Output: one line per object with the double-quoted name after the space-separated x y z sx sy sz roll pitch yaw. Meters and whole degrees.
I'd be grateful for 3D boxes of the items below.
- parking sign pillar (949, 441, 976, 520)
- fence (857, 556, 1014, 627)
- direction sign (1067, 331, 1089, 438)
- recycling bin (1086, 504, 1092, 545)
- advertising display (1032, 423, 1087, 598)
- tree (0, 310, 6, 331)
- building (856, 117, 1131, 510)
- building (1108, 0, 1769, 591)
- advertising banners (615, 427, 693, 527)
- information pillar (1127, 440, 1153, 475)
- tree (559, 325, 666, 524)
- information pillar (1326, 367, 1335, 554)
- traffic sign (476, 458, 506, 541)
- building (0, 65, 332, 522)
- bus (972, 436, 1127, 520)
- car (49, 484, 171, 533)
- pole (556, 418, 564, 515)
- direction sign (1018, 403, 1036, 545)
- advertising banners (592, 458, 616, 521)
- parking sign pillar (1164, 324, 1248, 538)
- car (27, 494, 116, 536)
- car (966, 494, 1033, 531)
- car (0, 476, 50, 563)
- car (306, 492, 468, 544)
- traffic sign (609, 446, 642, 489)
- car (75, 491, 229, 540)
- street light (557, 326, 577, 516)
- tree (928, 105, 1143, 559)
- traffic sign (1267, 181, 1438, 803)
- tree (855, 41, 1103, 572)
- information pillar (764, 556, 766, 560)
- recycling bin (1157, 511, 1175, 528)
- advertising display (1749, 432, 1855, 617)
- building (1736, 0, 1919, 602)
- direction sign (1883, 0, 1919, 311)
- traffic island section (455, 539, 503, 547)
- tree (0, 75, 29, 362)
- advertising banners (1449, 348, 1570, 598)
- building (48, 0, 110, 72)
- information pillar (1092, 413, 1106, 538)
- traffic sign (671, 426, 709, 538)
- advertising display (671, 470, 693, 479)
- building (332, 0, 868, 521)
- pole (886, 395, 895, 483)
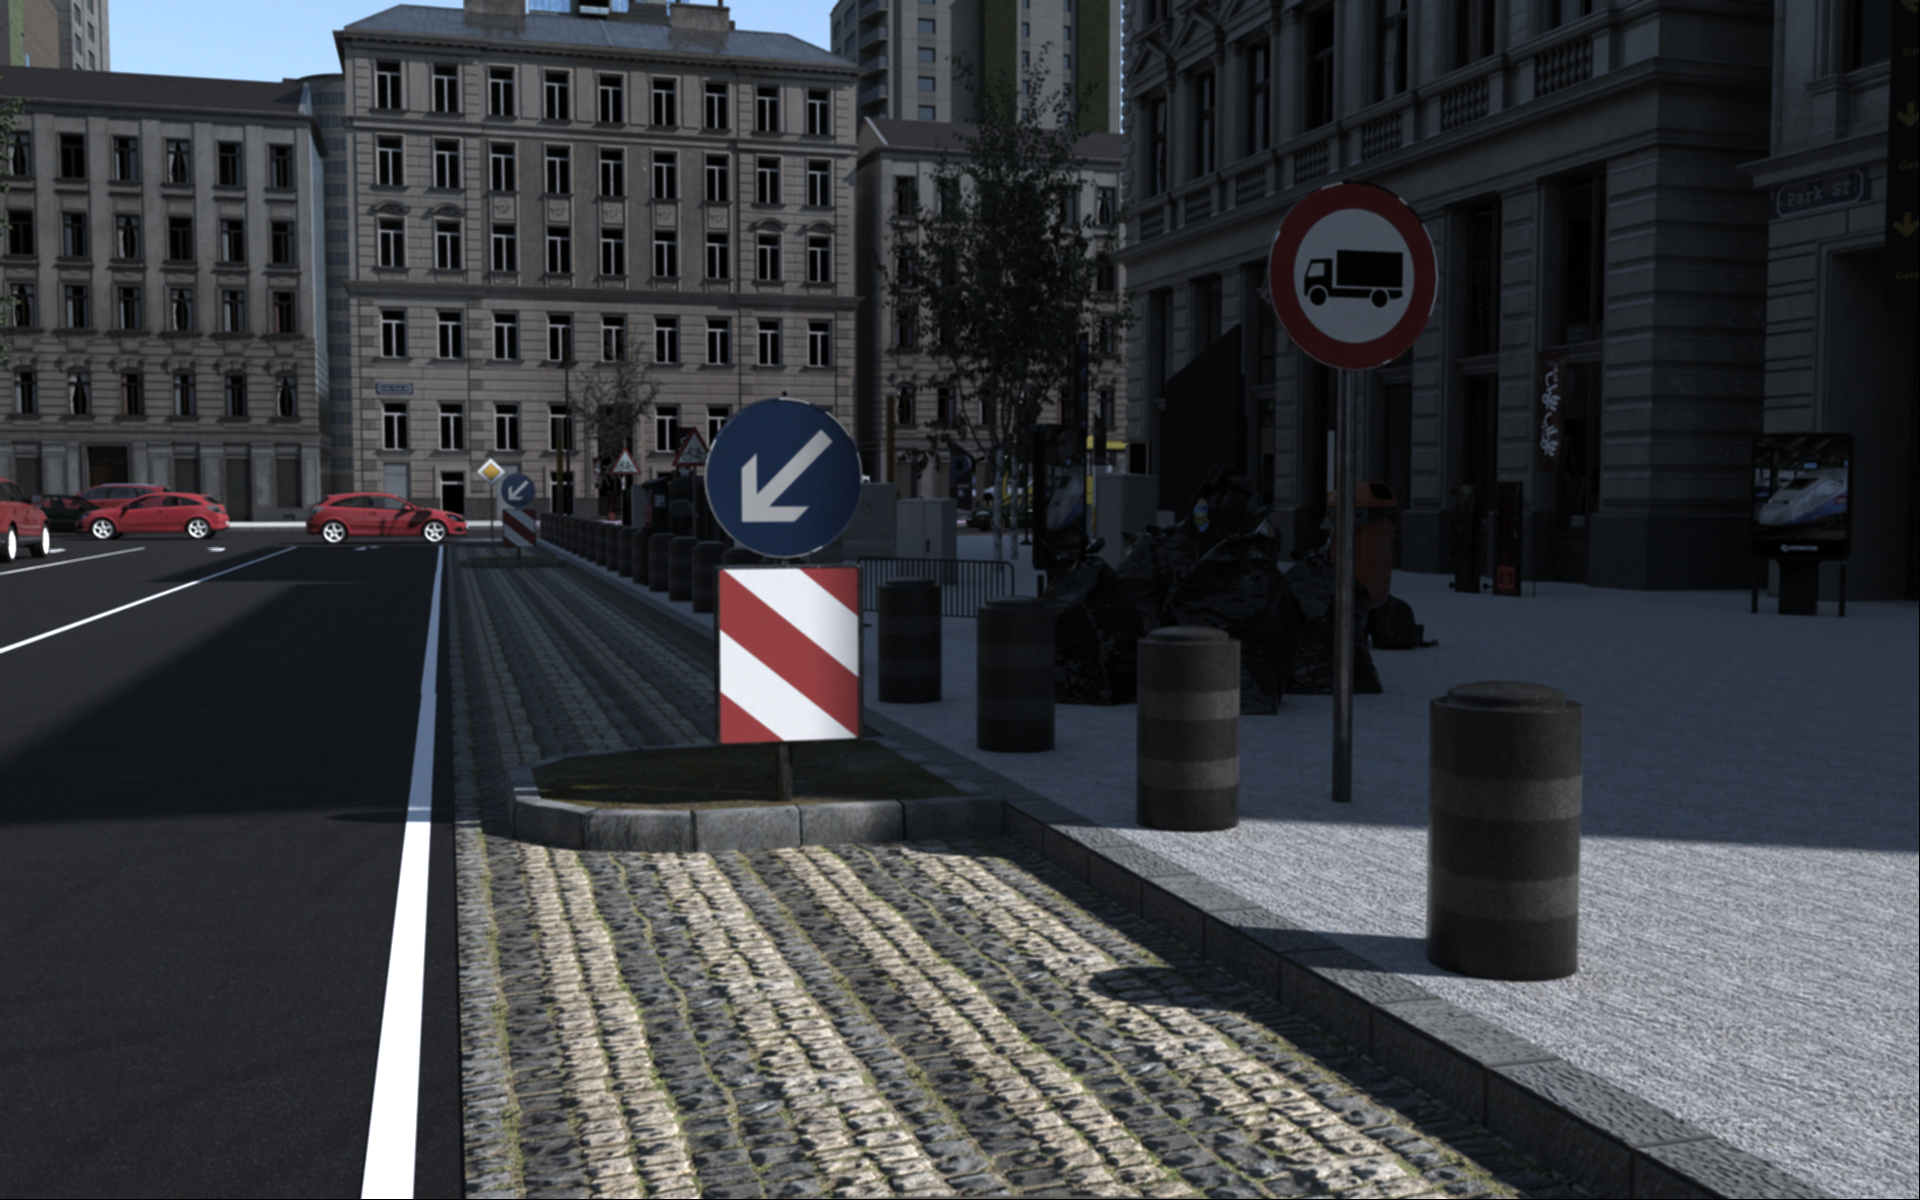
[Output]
0.131 -5.995 86.495 1.447 3.967 1.447 2 4 29 "parking sign pillar"
-0.258 -0.040 16.032 2.069 0.683 0.278 3 5 42 "fence"
1.663 -1.995 24.612 0.379 3.537 0.876 -1 4 -15 "direction sign"
2.870 -1.923 43.992 0.722 1.027 0.722 -2 4 -34 "recycling bin"
0.933 -0.668 16.141 0.123 1.923 0.974 2 4 27 "advertising display"
-25.624 -5.468 42.223 4.360 8.622 3.978 0 3 0 "tree"
3.201 -14.957 93.692 18.267 20.994 9.793 -1 4 -16 "building"
11.015 -12.444 32.338 11.050 23.489 19.941 -1 4 -16 "building"
-7.834 -2.977 44.854 2.074 3.025 0.090 -2 4 -29 "advertising banners"
2.481 -1.189 23.933 0.304 2.012 0.304 1 4 17 "information pillar"
-14.882 -7.630 75.108 4.360 8.622 3.978 0 3 0 "tree"
4.901 -1.928 22.881 0.183 3.616 0.504 1 4 11 "information pillar"
-12.892 -2.692 47.662 0.795 2.450 0.064 -1 4 -16 "traffic sign"
-39.500 -14.213 81.527 18.267 20.994 9.793 -1 4 -16 "building"
6.781 -5.051 74.132 12.252 3.916 2.896 -1 4 -17 "bus"
-31.963 -3.436 64.859 5.304 1.827 2.281 -1 4 -16 "car"
-10.747 -3.222 46.531 0.158 3.312 0.155 0 3 0 "pole"
1.676 -3.155 43.574 0.379 3.537 0.876 2 4 34 "direction sign"
-16.636 -5.301 82.855 2.074 3.025 0.090 1 4 14 "advertising banners"
3.981 -2.420 28.043 1.447 3.967 1.447 3 4 36 "parking sign pillar"
-30.176 -2.987 58.627 4.222 1.686 2.009 -1 4 -16 "car"
2.330 -3.509 67.158 4.222 1.686 2.009 -1 4 -18 "car"
-21.122 -1.746 37.214 2.281 1.827 5.304 -1 4 -16 "car"
-16.683 -2.535 50.486 4.494 1.783 2.155 -1 4 -17 "car"
-9.094 -2.881 47.103 0.884 2.594 0.081 -1 4 -11 "traffic sign"
-25.653 -2.812 55.011 4.494 1.783 2.155 -1 4 -16 "car"
-10.840 -4.591 47.857 0.468 5.910 1.993 -1 4 -16 "street light"
1.286 -5.113 33.968 4.737 8.622 4.395 0 3 0 "tree"
1.595 -0.431 7.160 0.768 2.556 0.104 -1 4 -15 "traffic sign"
0.535 -4.786 28.613 4.360 8.622 3.978 0 3 0 "tree"
-3.090 -1.461 28.381 0.304 2.012 0.304 2 4 30 "information pillar"
2.779 -0.820 25.969 0.722 1.027 0.722 -1 4 -10 "recycling bin"
8.891 -0.802 18.323 0.974 1.923 0.123 3 4 37 "advertising display"
17.549 -10.810 12.908 11.583 22.565 21.152 -1 4 -16 "building"
4.290 -0.926 7.145 0.876 3.537 0.379 3 4 36 "direction sign"
-12.872 -1.558 47.746 2.009 0.180 2.903 -1 4 -16 "traffic island section"
-23.371 -7.646 34.124 9.857 13.997 8.962 0 3 0 "tree"
6.886 -1.565 21.783 0.090 3.025 2.074 -1 4 -23 "advertising banners"
-93.959 -44.508 165.959 20.611 71.187 20.563 -1 4 -16 "building"
4.030 -3.595 50.130 0.504 3.616 0.183 -3 5 -41 "information pillar"
-5.086 -2.031 33.216 0.884 2.594 0.081 -1 4 -15 "traffic sign"
-7.346 -2.486 45.856 0.123 1.923 0.974 -3 4 -38 "advertising display"
-18.342 -17.841 88.961 25.104 27.353 12.463 -1 4 -16 "building"
-1.443 -2.570 35.864 0.158 3.312 0.155 0 3 0 "pole"
